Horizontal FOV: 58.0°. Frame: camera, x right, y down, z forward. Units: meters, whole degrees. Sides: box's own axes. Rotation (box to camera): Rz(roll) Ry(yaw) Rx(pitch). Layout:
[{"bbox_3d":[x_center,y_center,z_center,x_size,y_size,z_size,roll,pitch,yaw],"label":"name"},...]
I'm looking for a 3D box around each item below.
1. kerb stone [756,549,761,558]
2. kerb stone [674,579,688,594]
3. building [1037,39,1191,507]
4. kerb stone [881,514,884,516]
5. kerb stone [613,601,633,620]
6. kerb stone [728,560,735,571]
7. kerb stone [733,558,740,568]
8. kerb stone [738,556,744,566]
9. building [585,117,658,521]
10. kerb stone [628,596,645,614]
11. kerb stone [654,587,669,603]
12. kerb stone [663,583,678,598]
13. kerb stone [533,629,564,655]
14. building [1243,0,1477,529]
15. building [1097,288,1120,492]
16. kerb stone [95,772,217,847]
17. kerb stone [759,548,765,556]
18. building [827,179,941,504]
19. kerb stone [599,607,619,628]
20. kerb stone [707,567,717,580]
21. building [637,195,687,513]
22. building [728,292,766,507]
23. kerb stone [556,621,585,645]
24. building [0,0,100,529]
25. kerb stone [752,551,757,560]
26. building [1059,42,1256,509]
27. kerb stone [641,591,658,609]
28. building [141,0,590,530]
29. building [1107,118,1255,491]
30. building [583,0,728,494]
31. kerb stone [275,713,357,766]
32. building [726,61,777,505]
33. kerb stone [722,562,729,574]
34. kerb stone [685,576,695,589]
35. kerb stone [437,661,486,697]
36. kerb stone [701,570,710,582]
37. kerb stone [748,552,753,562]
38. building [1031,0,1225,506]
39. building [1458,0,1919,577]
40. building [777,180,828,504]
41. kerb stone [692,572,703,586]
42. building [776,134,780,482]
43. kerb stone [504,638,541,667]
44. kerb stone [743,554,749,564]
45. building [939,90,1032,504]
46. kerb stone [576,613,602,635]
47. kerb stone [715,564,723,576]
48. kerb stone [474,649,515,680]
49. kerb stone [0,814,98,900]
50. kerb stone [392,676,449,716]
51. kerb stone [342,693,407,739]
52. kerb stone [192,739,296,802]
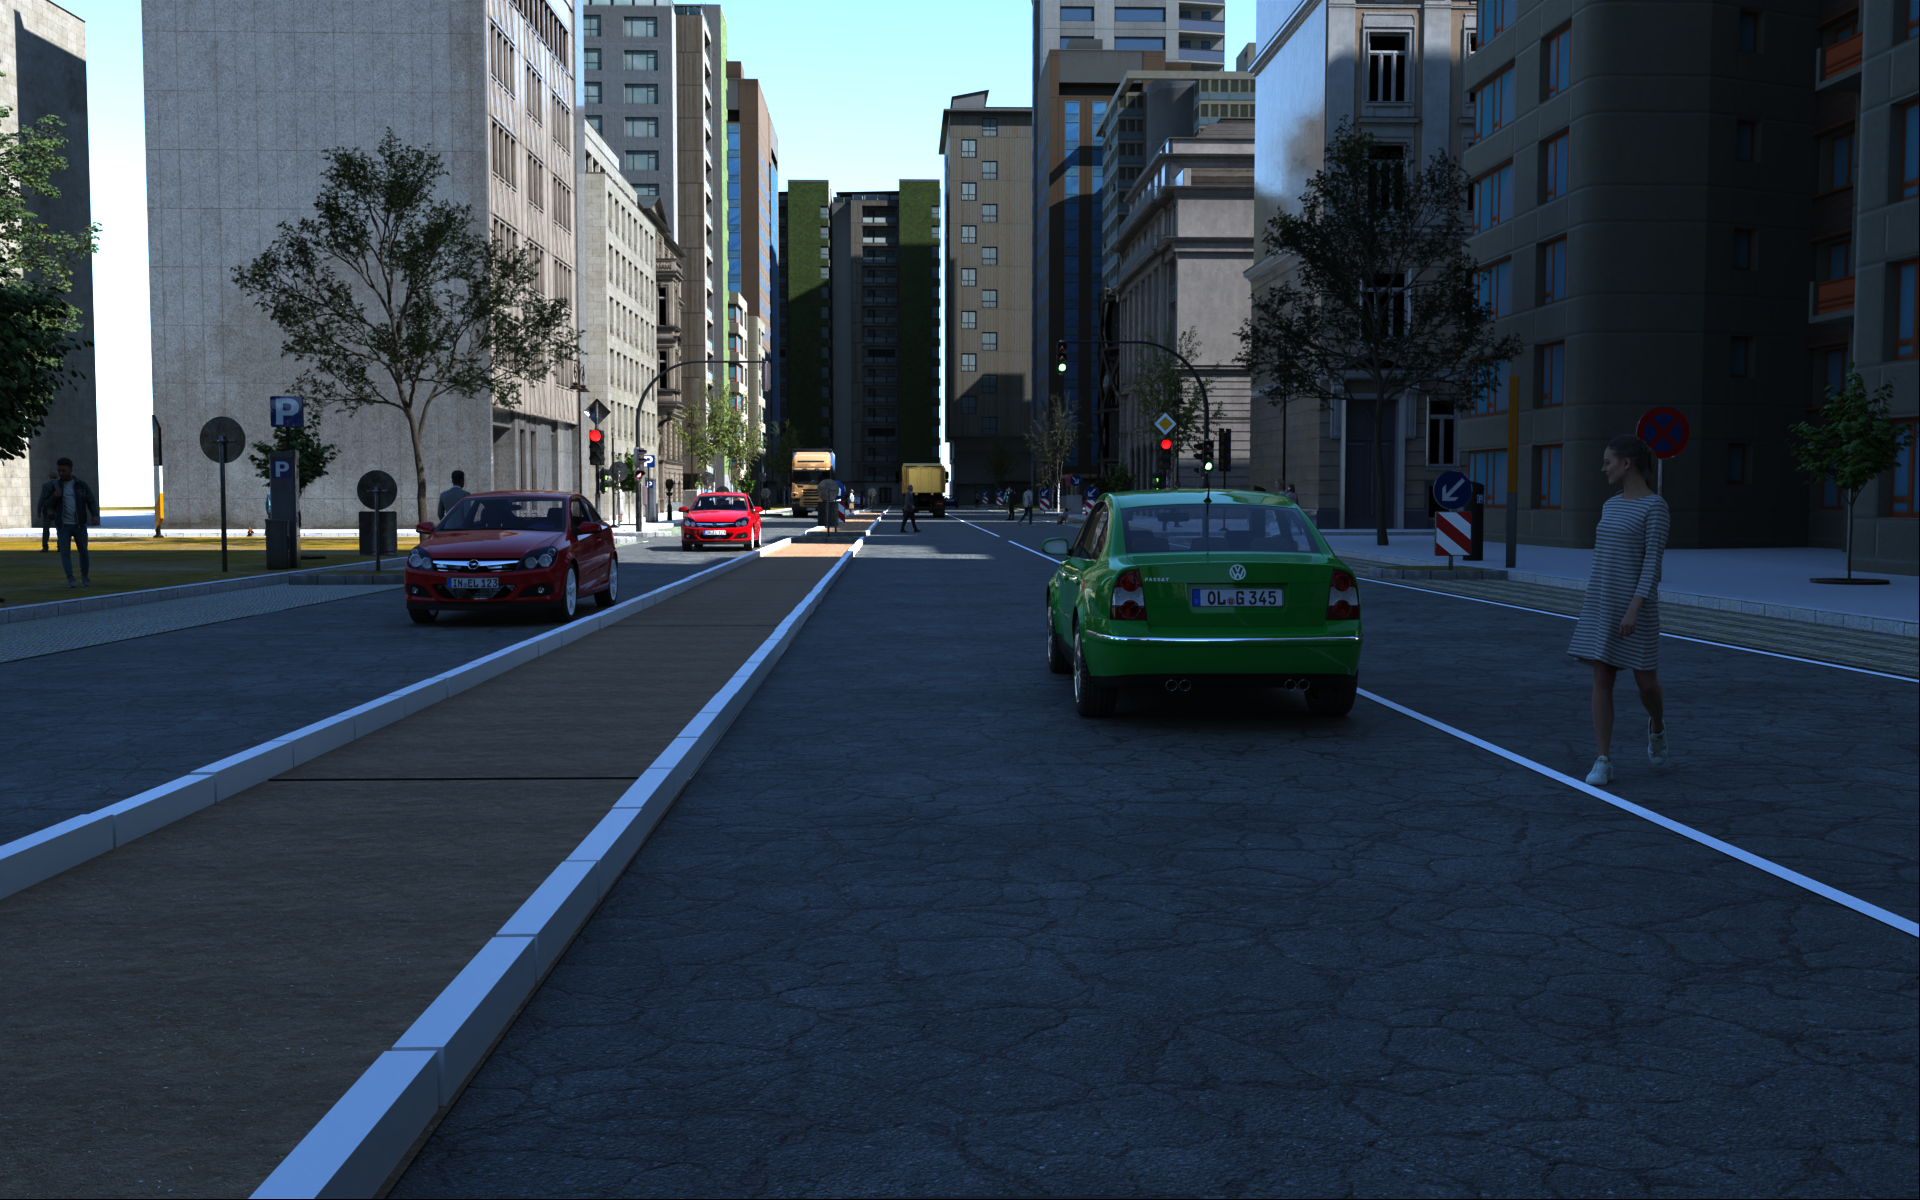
[{"bbox_3d":[-4.549,-0.975,38.204,0.120,0.150,1.000,0,4,-2],"label":"kerb stone"},{"bbox_3d":[-4.077,-0.166,24.903,0.120,0.150,1.000,0,4,-2],"label":"kerb stone"},{"bbox_3d":[15.130,-31.943,172.381,14.600,45.320,14.200,0,4,-2],"label":"building"},{"bbox_3d":[-4.490,-4.589,97.266,0.120,0.150,1.000,0,4,-2],"label":"kerb stone"},{"bbox_3d":[-3.903,0.148,19.775,0.120,0.150,1.000,0,4,-2],"label":"kerb stone"},{"bbox_3d":[-4.331,-0.604,32.076,0.120,0.150,1.000,0,4,-2],"label":"kerb stone"},{"bbox_3d":[-4.365,-0.662,33.097,0.120,0.150,1.000,0,4,-2],"label":"kerb stone"},{"bbox_3d":[-4.405,-0.729,34.118,0.120,0.150,1.000,0,4,-2],"label":"kerb stone"},{"bbox_3d":[-22.227,-14.409,90.343,10.420,20.320,16.860,0,4,-2],"label":"building"},{"bbox_3d":[-3.944,0.085,20.806,0.120,0.150,1.000,0,4,-2],"label":"kerb stone"},{"bbox_3d":[-4.005,-0.041,22.860,0.120,0.150,1.000,0,4,-2],"label":"kerb stone"},{"bbox_3d":[-4.050,-0.103,23.881,0.120,0.150,1.000,0,4,-2],"label":"kerb stone"},{"bbox_3d":[-3.766,0.399,15.676,0.120,0.150,1.000,0,4,-2],"label":"kerb stone"},{"bbox_3d":[22.528,-17.313,68.967,20.117,28.700,13.634,0,4,-2],"label":"building"},{"bbox_3d":[18.315,-15.827,126.225,16.820,18.784,16.811,0,4,-2],"label":"building"},{"bbox_3d":[-3.472,0.909,7.466,0.120,0.150,1.000,0,4,-2],"label":"kerb stone"},{"bbox_3d":[-4.577,-1.040,39.234,0.120,0.150,1.000,0,4,-2],"label":"kerb stone"},{"bbox_3d":[-9.637,-33.246,227.173,14.086,41.232,14.154,0,4,-2],"label":"building"},{"bbox_3d":[-3.863,0.215,18.751,0.120,0.150,1.000,0,4,-2],"label":"kerb stone"},{"bbox_3d":[-4.218,-0.416,28.997,0.120,0.150,1.000,0,4,-2],"label":"kerb stone"},{"bbox_3d":[-25.902,-18.158,115.969,14.460,24.649,34.723,0,4,-2],"label":"building"},{"bbox_3d":[-33.234,-19.401,162.244,27.650,21.520,28.899,0,4,-2],"label":"building"},{"bbox_3d":[-3.798,0.336,16.699,0.120,0.150,1.000,0,4,-2],"label":"kerb stone"},{"bbox_3d":[-43.475,-12.856,64.944,16.860,20.320,10.420,0,4,-2],"label":"building"},{"bbox_3d":[-4.508,-0.916,37.183,0.120,0.150,1.000,0,4,-2],"label":"kerb stone"},{"bbox_3d":[25.521,-28.234,153.511,32.217,40.220,23.993,0,4,-2],"label":"building"},{"bbox_3d":[-3.976,0.023,21.828,0.120,0.150,1.000,0,4,-2],"label":"kerb stone"},{"bbox_3d":[-23.324,-15.521,71.795,12.078,24.808,19.932,0,4,-2],"label":"building"},{"bbox_3d":[16.485,-15.768,99.610,13.314,21.916,24.055,0,4,-2],"label":"building"},{"bbox_3d":[-26.433,-27.927,140.200,14.154,41.232,14.086,0,4,-2],"label":"building"},{"bbox_3d":[-3.546,0.775,9.517,0.120,0.150,1.000,0,4,-2],"label":"kerb stone"},{"bbox_3d":[-27.614,-32.631,183.625,14.600,45.320,14.200,0,4,-2],"label":"building"},{"bbox_3d":[-4.294,-0.541,31.049,0.120,0.150,1.000,0,4,-2],"label":"kerb stone"},{"bbox_3d":[-4.121,-0.221,25.928,0.120,0.150,1.000,0,4,-2],"label":"kerb stone"},{"bbox_3d":[-3.648,0.587,12.600,0.120,0.150,1.000,0,4,-2],"label":"kerb stone"},{"bbox_3d":[-4.200,-0.352,27.972,0.120,0.150,1.000,0,4,-2],"label":"kerb stone"},{"bbox_3d":[-4.471,-0.854,36.161,0.120,0.150,1.000,0,4,-2],"label":"kerb stone"},{"bbox_3d":[18.518,-39.833,193.274,21.231,58.520,28.212,0,4,-2],"label":"building"},{"bbox_3d":[28.447,-11.597,34.645,27.650,21.520,28.899,0,4,-2],"label":"building"},{"bbox_3d":[-23.742,-33.267,227.512,14.086,41.232,14.154,0,4,-2],"label":"building"},{"bbox_3d":[-4.155,-0.291,26.951,0.120,0.150,1.000,0,4,-2],"label":"kerb stone"},{"bbox_3d":[-28.409,-33.591,199.323,14.200,45.320,14.600,0,4,-2],"label":"building"},{"bbox_3d":[-3.734,0.462,14.645,0.120,0.150,1.000,0,4,-2],"label":"kerb stone"},{"bbox_3d":[-4.439,-0.792,35.139,0.120,0.150,1.000,0,4,-2],"label":"kerb stone"},{"bbox_3d":[11.170,-39.487,234.854,27.495,52.752,28.713,0,4,-2],"label":"building"},{"bbox_3d":[-3.839,0.274,17.729,0.120,0.150,1.000,0,4,-2],"label":"kerb stone"},{"bbox_3d":[-4.260,-0.478,30.018,0.120,0.150,1.000,0,4,-2],"label":"kerb stone"},{"bbox_3d":[-3.691,0.524,13.621,0.120,0.150,1.000,0,4,-2],"label":"kerb stone"},{"bbox_3d":[-3.439,0.963,6.443,0.120,0.150,1.000,0,4,-2],"label":"kerb stone"},{"bbox_3d":[-3.620,0.650,11.561,0.120,0.150,1.000,0,4,-2],"label":"kerb stone"},{"bbox_3d":[-3.582,0.714,10.538,0.120,0.150,1.000,0,4,-2],"label":"kerb stone"},{"bbox_3d":[-3.508,0.838,8.494,0.120,0.150,1.000,0,4,-2],"label":"kerb stone"}]
